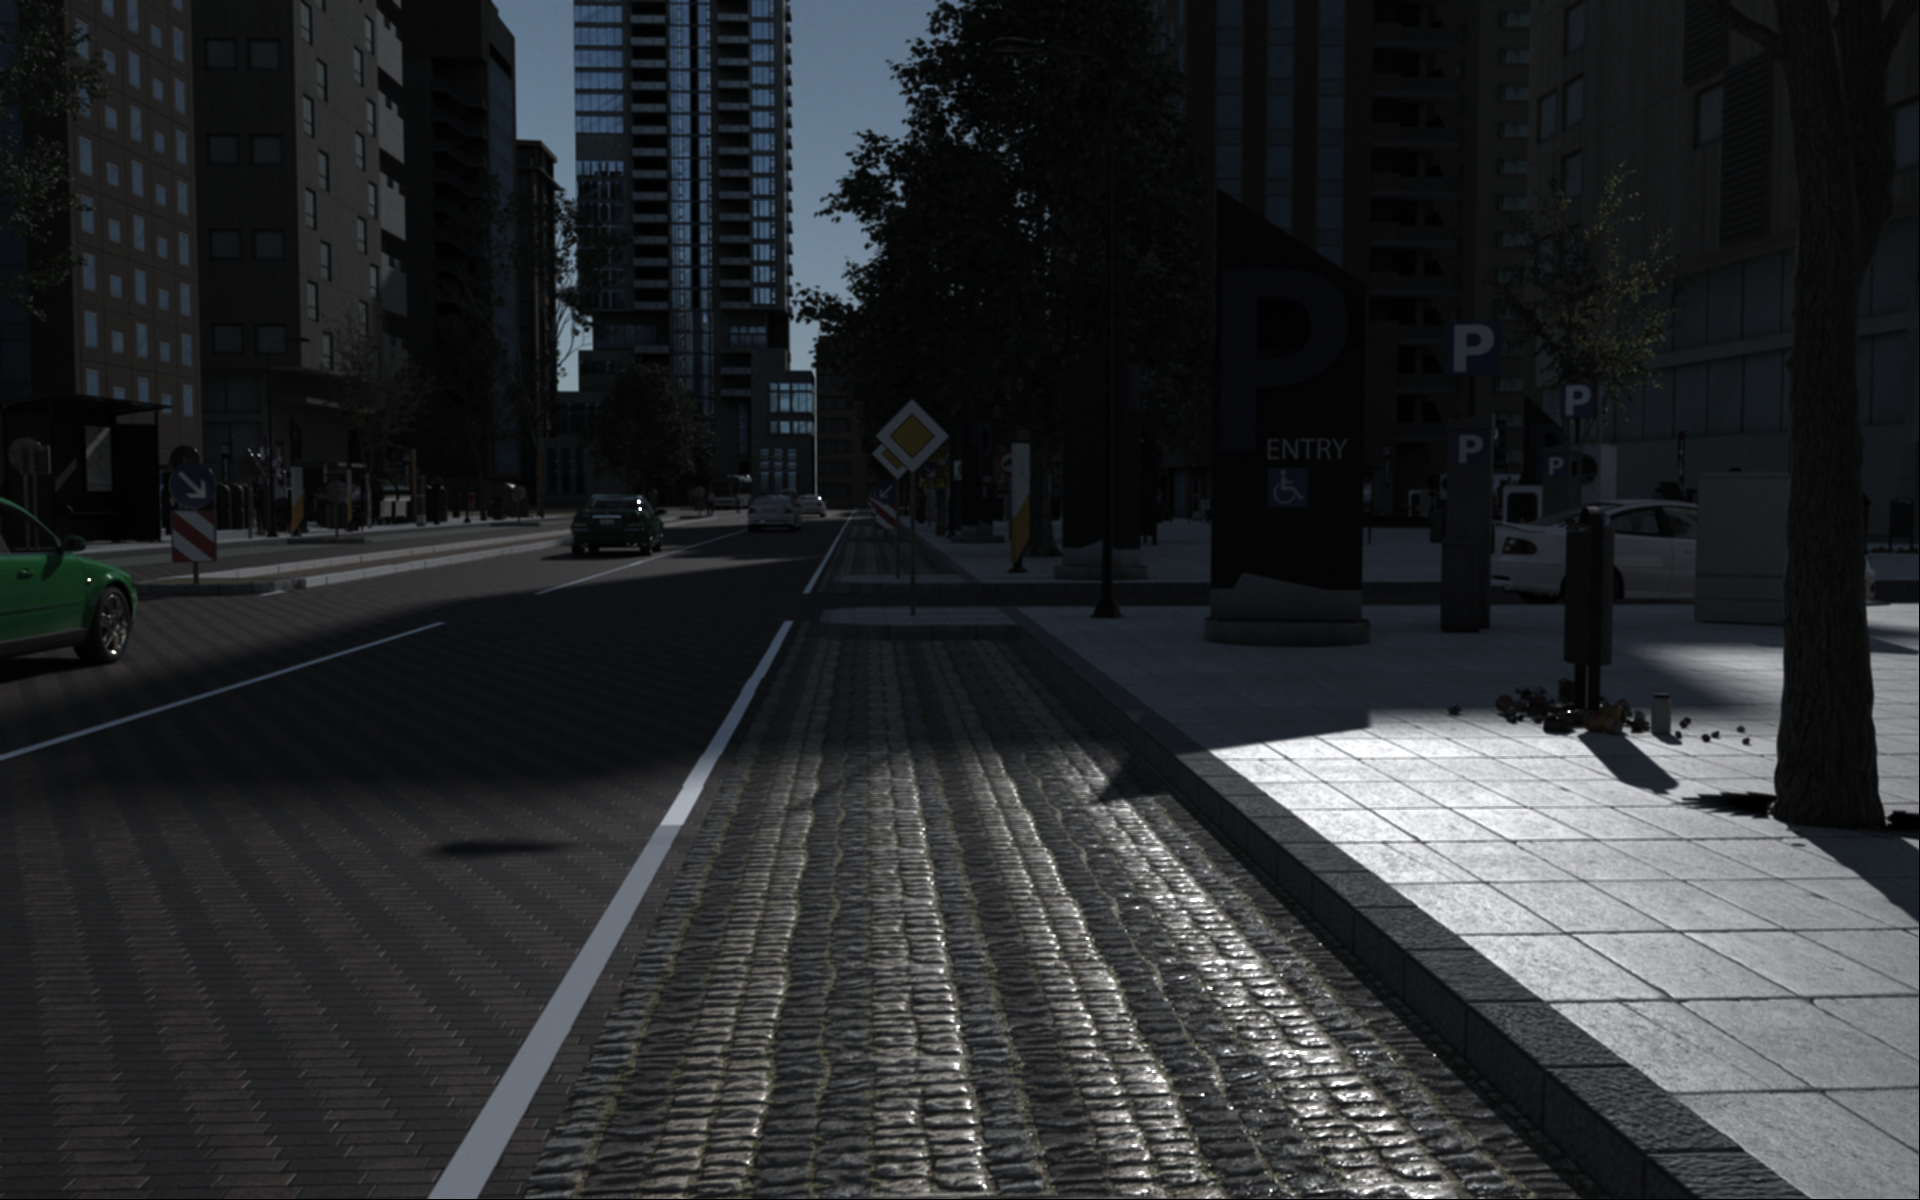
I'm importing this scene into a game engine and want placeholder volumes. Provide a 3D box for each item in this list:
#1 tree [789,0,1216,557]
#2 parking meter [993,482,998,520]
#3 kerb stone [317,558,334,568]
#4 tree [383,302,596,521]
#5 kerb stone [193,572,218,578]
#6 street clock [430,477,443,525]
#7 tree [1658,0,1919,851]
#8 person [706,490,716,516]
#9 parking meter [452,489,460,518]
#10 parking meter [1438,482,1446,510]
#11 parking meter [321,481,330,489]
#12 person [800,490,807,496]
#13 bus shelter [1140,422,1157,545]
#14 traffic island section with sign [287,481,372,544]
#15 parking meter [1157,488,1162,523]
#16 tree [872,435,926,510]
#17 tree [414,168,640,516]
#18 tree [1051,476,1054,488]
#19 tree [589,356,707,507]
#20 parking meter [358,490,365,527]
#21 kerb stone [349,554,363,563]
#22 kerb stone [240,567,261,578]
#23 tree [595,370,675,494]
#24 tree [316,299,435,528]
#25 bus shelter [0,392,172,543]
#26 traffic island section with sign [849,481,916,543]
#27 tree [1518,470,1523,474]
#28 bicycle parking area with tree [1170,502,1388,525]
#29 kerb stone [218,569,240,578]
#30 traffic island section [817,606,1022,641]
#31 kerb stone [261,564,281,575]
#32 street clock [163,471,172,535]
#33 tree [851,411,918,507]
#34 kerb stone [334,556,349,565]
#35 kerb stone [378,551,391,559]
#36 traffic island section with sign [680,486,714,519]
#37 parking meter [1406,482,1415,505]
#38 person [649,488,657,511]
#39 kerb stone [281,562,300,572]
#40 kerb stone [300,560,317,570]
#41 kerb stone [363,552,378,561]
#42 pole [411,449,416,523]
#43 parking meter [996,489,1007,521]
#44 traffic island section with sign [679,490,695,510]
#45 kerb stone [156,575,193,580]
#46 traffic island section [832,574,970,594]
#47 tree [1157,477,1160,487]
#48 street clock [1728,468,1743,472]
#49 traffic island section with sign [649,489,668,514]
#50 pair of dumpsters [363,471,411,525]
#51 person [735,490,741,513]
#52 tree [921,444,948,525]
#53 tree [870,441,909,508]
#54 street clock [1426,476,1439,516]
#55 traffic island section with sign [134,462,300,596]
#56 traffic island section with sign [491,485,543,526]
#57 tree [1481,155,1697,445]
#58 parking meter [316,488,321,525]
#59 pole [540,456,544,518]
[{"bbox_3d":[1.567,-7.232,35.245,9.611,12.733,9.660,0,3,0],"label":"tree"},{"bbox_3d":[1.702,-4.913,86.030,0.255,1.863,0.399,1,4,20],"label":"parking meter"},{"bbox_3d":[-12.505,-0.711,33.837,0.120,0.150,1.000,0,4,-3],"label":"kerb stone"},{"bbox_3d":[-23.238,-9.146,83.941,8.767,10.594,7.601,-2,4,-28],"label":"tree"},{"bbox_3d":[-12.164,-0.336,27.706,0.120,0.150,1.000,0,4,-3],"label":"kerb stone"},{"bbox_3d":[-21.893,-4.151,72.432,0.471,2.002,0.358,0,4,0],"label":"street clock"},{"bbox_3d":[3.415,-4.948,6.650,9.928,11.665,9.643,0,3,0],"label":"tree"},{"bbox_3d":[-16.595,-6.464,115.121,0.436,1.711,0.756,-3,5,-42],"label":"person"},{"bbox_3d":[-27.416,-5.248,94.215,0.372,1.533,0.369,0,3,0],"label":"parking meter"},{"bbox_3d":[24.243,-4.977,87.087,0.255,1.863,0.399,-1,4,-18],"label":"parking meter"},{"bbox_3d":[-28.546,-4.417,77.928,0.399,1.863,0.255,-2,4,-28],"label":"parking meter"},{"bbox_3d":[-15.083,-9.695,167.044,1.348,1.821,0.705,1,4,23],"label":"person"},{"bbox_3d":[4.044,-3.175,45.831,2.014,3.302,5.546,0,4,-3],"label":"bus shelter"},{"bbox_3d":[-18.202,-2.545,50.245,1.989,1.847,2.006,0,4,-3],"label":"traffic island section with sign"},{"bbox_3d":[8.686,-4.130,75.942,0.372,1.533,0.369,0,3,0],"label":"parking meter"},{"bbox_3d":[-4.656,-11.529,138.857,4.360,8.622,3.978,0,3,0],"label":"tree"},{"bbox_3d":[-25.320,-15.020,101.460,12.611,20.169,13.585,0,3,0],"label":"tree"},{"bbox_3d":[4.516,-6.270,97.108,1.663,3.219,1.824,0,3,0],"label":"tree"},{"bbox_3d":[-26.314,-13.887,144.053,9.611,12.733,9.660,0,3,0],"label":"tree"},{"bbox_3d":[-23.608,-3.654,68.150,0.372,1.533,0.369,0,3,0],"label":"parking meter"},{"bbox_3d":[-12.624,-0.838,35.899,0.120,0.150,1.000,0,4,-3],"label":"kerb stone"},{"bbox_3d":[-12.279,-0.462,29.747,0.120,0.150,1.000,0,4,-3],"label":"kerb stone"},{"bbox_3d":[-25.378,-12.045,131.343,8.767,10.594,7.601,0,4,6],"label":"tree"},{"bbox_3d":[-22.132,-7.009,64.955,4.360,8.622,3.978,0,3,0],"label":"tree"},{"bbox_3d":[-21.682,-3.172,43.152,1.731,3.624,6.357,0,4,-3],"label":"bus shelter"},{"bbox_3d":[-2.324,-2.628,51.601,1.989,1.847,2.006,0,4,-3],"label":"traffic island section with sign"},{"bbox_3d":[25.686,-5.044,77.075,1.663,3.219,1.824,0,3,0],"label":"tree"},{"bbox_3d":[13.479,-5.283,73.384,8.231,4.147,9.016,0,4,-6],"label":"bicycle parking area with tree"},{"bbox_3d":[-12.228,-0.393,28.727,0.120,0.150,1.000,0,4,-3],"label":"kerb stone"},{"bbox_3d":[-0.477,0.245,18.273,2.009,0.180,2.903,0,4,-3],"label":"traffic island section"},{"bbox_3d":[-12.344,-0.518,30.768,0.120,0.150,1.000,0,4,-3],"label":"kerb stone"},{"bbox_3d":[-24.970,-3.062,54.640,0.358,2.002,0.471,-1,4,-14],"label":"street clock"},{"bbox_3d":[-6.376,-16.626,178.490,9.857,13.997,8.962,0,3,0],"label":"tree"},{"bbox_3d":[-12.562,-0.775,34.864,0.120,0.150,1.000,0,4,-3],"label":"kerb stone"},{"bbox_3d":[-12.732,-0.963,37.948,0.120,0.150,1.000,0,4,-3],"label":"kerb stone"},{"bbox_3d":[-15.153,-5.641,100.371,2.006,1.907,1.989,0,4,-3],"label":"traffic island section with sign"},{"bbox_3d":[25.944,-5.770,100.053,0.399,1.863,0.255,2,4,33],"label":"parking meter"},{"bbox_3d":[-17.462,-5.466,98.113,0.529,1.795,0.600,-3,4,-36],"label":"person"},{"bbox_3d":[-12.393,-0.587,31.794,0.120,0.150,1.000,0,4,-3],"label":"kerb stone"},{"bbox_3d":[-12.449,-0.650,32.817,0.120,0.150,1.000,0,4,-3],"label":"kerb stone"},{"bbox_3d":[-12.669,-0.901,36.920,0.120,0.150,1.000,0,4,-3],"label":"kerb stone"},{"bbox_3d":[-24.521,-5.133,77.773,0.158,3.312,0.155,0,3,0],"label":"pole"},{"bbox_3d":[1.865,-4.488,81.785,0.372,1.533,0.369,0,3,0],"label":"parking meter"},{"bbox_3d":[-24.015,-8.943,154.849,1.989,1.847,2.006,0,4,-3],"label":"traffic island section with sign"},{"bbox_3d":[-12.111,-0.273,26.675,0.120,0.150,1.000,0,4,-3],"label":"kerb stone"},{"bbox_3d":[-0.920,-0.242,26.245,2.009,0.180,2.903,0,4,-3],"label":"traffic island section"},{"bbox_3d":[8.114,-5.161,78.980,1.663,3.219,1.824,0,3,0],"label":"tree"},{"bbox_3d":[21.479,-2.658,48.025,0.471,2.002,0.358,2,4,30],"label":"street clock"},{"bbox_3d":[-22.466,-7.238,126.973,1.989,1.847,2.006,0,4,-3],"label":"traffic island section with sign"},{"bbox_3d":[-24.335,-4.287,72.590,1.574,2.255,4.437,0,4,-3],"label":"pair of dumpsters"},{"bbox_3d":[-16.578,-7.370,129.930,0.436,1.711,0.756,2,4,26],"label":"person"},{"bbox_3d":[-0.793,-7.361,70.714,4.737,8.622,4.395,0,3,0],"label":"tree"},{"bbox_3d":[-5.116,-14.058,164.268,7.601,10.594,8.767,1,4,18],"label":"tree"},{"bbox_3d":[18.637,-3.901,68.349,0.471,2.002,0.358,3,5,41],"label":"street clock"},{"bbox_3d":[-10.971,-1.053,25.349,2.006,1.907,1.989,0,4,-3],"label":"traffic island section with sign"},{"bbox_3d":[-19.695,-4.192,77.159,1.989,1.847,2.006,0,4,-3],"label":"traffic island section with sign"},{"bbox_3d":[13.796,-5.379,38.312,4.360,8.622,3.978,0,3,0],"label":"tree"},{"bbox_3d":[-26.514,-3.884,71.920,0.372,1.533,0.369,0,3,0],"label":"parking meter"},{"bbox_3d":[-22.438,-6.060,92.916,0.158,3.312,0.155,0,3,0],"label":"pole"}]
